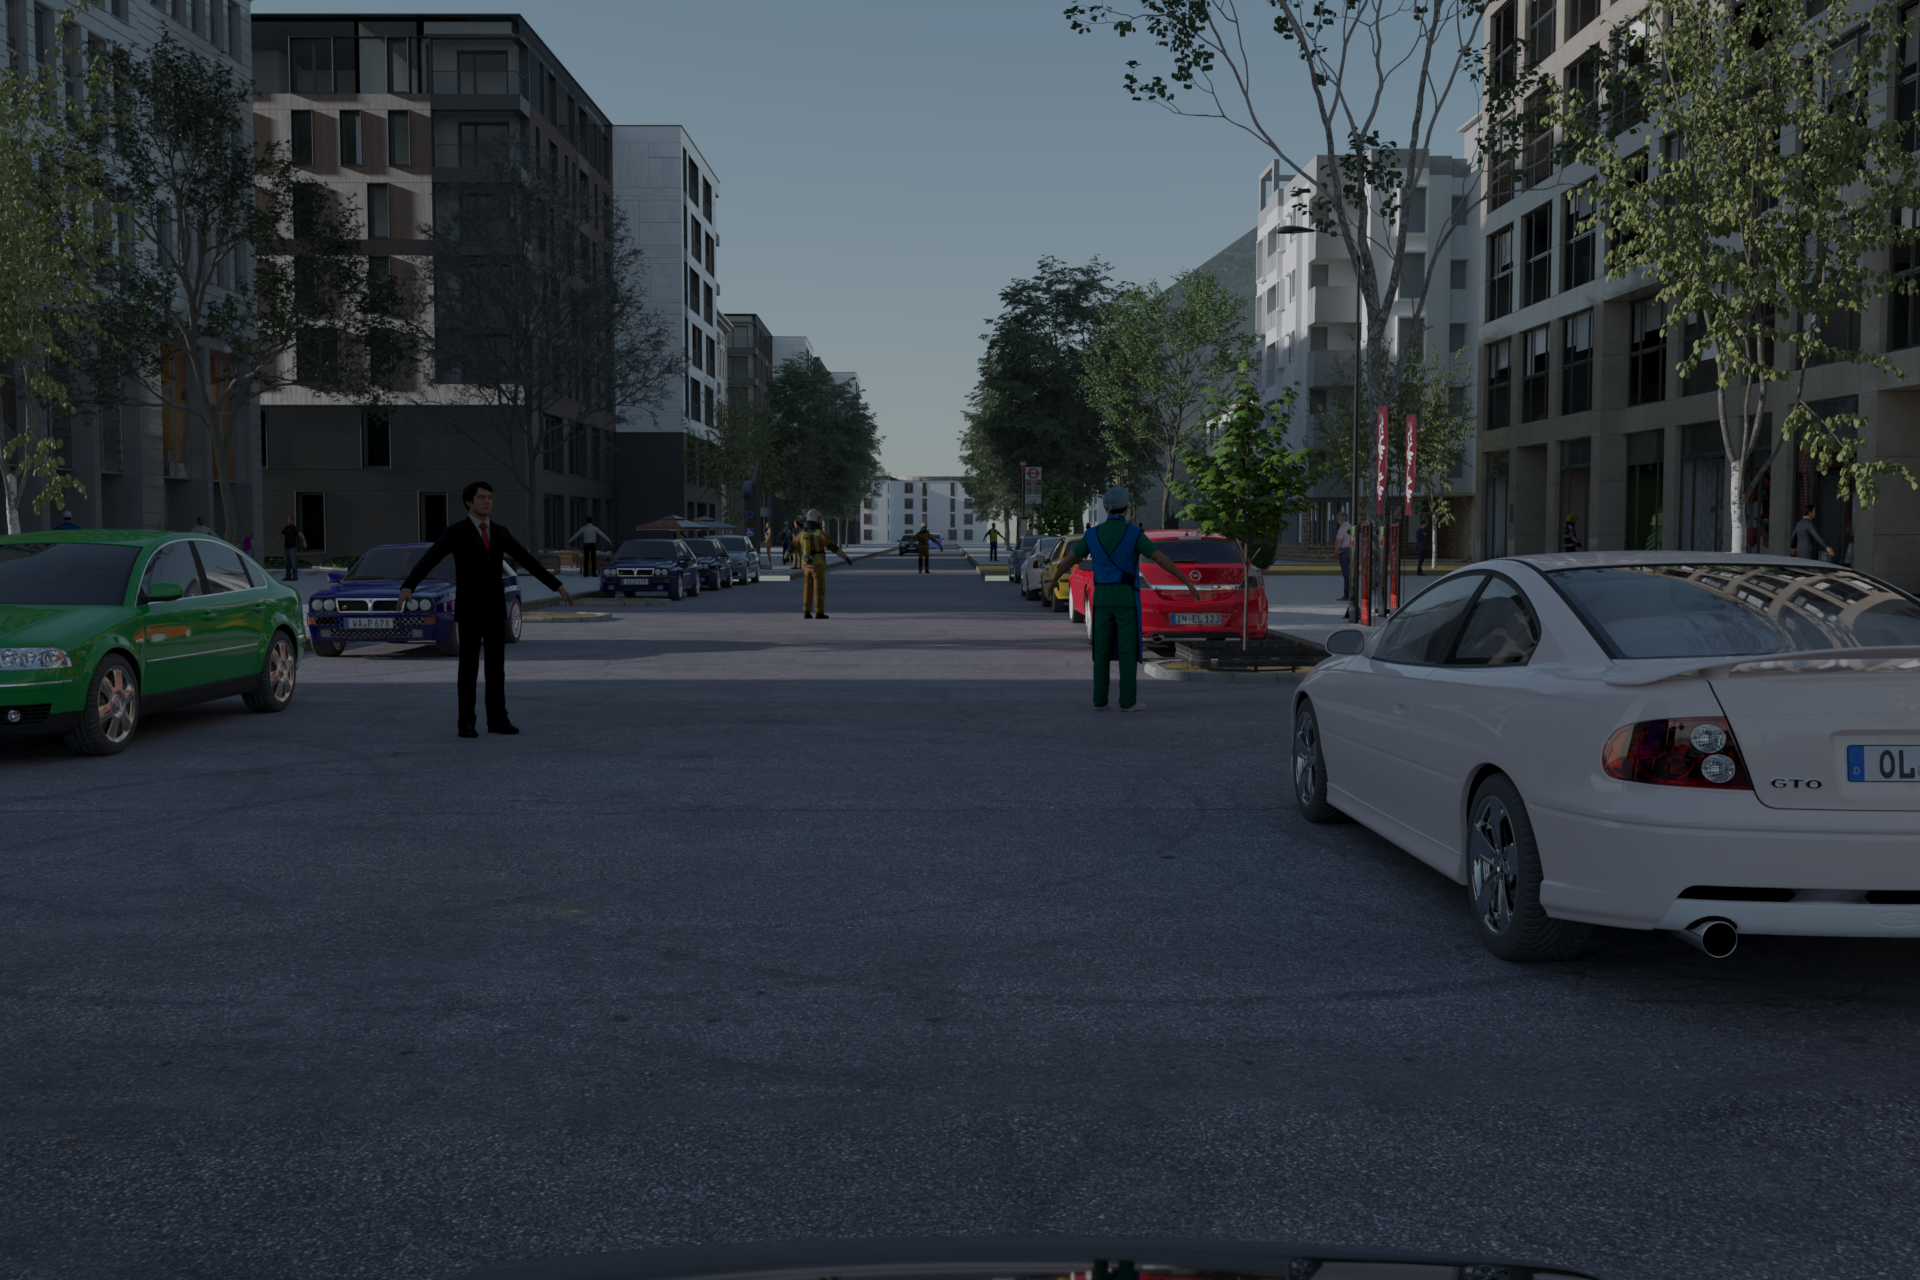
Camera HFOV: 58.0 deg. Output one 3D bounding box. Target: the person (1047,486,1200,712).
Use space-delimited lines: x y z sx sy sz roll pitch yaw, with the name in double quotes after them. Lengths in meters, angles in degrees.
1.283 -0.334 14.040 1.347 1.817 0.704 2 4 29 "person"

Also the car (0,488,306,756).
-6.336 -0.231 12.580 1.959 1.807 4.718 0 4 0 "car"

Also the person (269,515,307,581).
-18.394 -2.526 47.523 1.348 1.803 0.705 2 4 25 "person"

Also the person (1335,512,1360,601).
7.381 -1.610 33.306 0.756 1.711 0.436 -3 4 -36 "person"

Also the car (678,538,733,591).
-6.949 -1.980 44.954 1.945 1.354 3.894 0 4 0 "car"

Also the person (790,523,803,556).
-8.198 -5.028 88.345 1.345 1.843 0.704 3 5 42 "person"

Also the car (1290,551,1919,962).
2.678 0.316 7.201 2.083 1.381 4.827 0 4 -2 "car"

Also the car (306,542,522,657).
-6.676 -0.543 21.464 1.945 1.354 3.894 0 3 0 "car"

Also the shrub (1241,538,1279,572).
9.564 -3.209 56.502 1.661 2.075 1.752 0 3 0 "shrub"

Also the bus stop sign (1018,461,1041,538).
2.519 -4.535 62.854 0.855 3.939 0.416 0 4 -1 "bus stop sign"

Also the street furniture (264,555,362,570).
-26.675 -2.990 64.519 10.072 0.657 5.734 0 4 8 "street furniture"

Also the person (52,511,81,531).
-21.569 -2.202 41.888 1.347 1.842 0.705 -2 4 -31 "person"

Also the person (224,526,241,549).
-18.736 -2.355 44.618 0.704 1.816 1.345 -2 4 -31 "person"

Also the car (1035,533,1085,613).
2.482 -1.395 33.026 2.015 1.641 3.980 0 4 -1 "car"

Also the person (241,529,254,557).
-22.357 -2.750 54.225 0.991 1.433 0.599 3 4 39 "person"

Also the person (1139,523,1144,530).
8.445 -4.573 80.898 1.346 1.812 0.704 1 4 22 "person"

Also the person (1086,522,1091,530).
6.270 -4.834 84.823 0.705 1.856 1.354 3 5 39 "person"

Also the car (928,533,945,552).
-2.210 -8.025 140.799 1.945 1.707 3.694 0 4 -1 "car"

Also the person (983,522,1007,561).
1.599 -4.624 81.564 1.349 1.833 0.705 -2 4 -33 "person"

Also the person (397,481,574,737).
-3.397 -0.226 12.336 1.347 1.806 0.705 -3 5 -42 "person"

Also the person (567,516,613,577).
-11.006 -2.773 51.500 1.344 1.810 0.704 -1 4 -11 "person"

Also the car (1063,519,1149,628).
2.693 -1.074 26.608 2.155 1.783 4.494 0 4 -1 "car"

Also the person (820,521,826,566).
-5.639 -3.907 70.002 0.705 1.813 1.348 2 4 26 "person"

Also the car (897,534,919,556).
-3.206 -6.491 115.914 2.009 1.686 4.222 0 4 -1 "car"

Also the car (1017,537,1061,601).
2.342 -1.610 38.692 2.083 1.381 4.827 0 4 0 "car"

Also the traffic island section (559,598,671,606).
-6.959 -0.761 35.306 1.991 0.108 1.994 0 4 1 "traffic island section"

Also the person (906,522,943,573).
-1.313 -3.349 62.983 1.354 1.858 0.705 -1 4 -15 "person"

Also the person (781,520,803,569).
-6.001 -3.509 63.637 0.705 1.796 1.348 3 5 42 "person"

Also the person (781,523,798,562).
-7.491 -4.419 78.473 1.346 1.802 0.704 1 4 12 "person"

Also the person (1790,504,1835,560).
15.414 -1.554 31.464 0.704 1.823 1.345 0 4 -3 "person"

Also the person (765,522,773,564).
-7.468 -3.679 66.956 0.721 1.733 1.217 0 4 -7 "person"

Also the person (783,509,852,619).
-2.451 -1.286 29.253 1.354 1.858 0.705 2 4 27 "person"

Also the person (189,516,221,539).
-22.594 -2.785 51.618 1.344 1.819 0.704 -3 4 -38 "person"

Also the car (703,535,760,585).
-6.814 -2.326 50.038 2.014 1.417 4.499 0 3 0 "car"

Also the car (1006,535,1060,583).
2.399 -2.417 51.518 2.014 1.417 4.499 0 4 -2 "car"

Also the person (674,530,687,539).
-11.970 -4.164 74.537 0.721 1.772 1.216 -3 5 -39 "person"

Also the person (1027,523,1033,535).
3.486 -4.812 84.858 0.705 1.806 1.347 1 4 19 "person"

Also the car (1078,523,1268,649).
2.556 -0.737 21.092 2.155 1.783 4.494 0 4 -1 "car"

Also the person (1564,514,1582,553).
17.267 -2.637 48.880 0.704 1.858 1.351 0 4 6 "person"

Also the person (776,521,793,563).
-7.699 -4.347 76.928 1.347 1.847 0.705 3 4 36 "person"

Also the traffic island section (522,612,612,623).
-6.886 -0.367 28.868 1.991 0.108 1.994 0 4 -1 "traffic island section"

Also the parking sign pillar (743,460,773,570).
-7.524 -4.541 62.713 1.447 3.967 1.447 0 4 1 "parking sign pillar"

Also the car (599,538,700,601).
-6.864 -1.584 38.475 1.945 1.354 3.894 0 3 0 "car"

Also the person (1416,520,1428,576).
14.132 -2.815 52.995 0.541 1.710 0.530 -3 4 -38 "person"
